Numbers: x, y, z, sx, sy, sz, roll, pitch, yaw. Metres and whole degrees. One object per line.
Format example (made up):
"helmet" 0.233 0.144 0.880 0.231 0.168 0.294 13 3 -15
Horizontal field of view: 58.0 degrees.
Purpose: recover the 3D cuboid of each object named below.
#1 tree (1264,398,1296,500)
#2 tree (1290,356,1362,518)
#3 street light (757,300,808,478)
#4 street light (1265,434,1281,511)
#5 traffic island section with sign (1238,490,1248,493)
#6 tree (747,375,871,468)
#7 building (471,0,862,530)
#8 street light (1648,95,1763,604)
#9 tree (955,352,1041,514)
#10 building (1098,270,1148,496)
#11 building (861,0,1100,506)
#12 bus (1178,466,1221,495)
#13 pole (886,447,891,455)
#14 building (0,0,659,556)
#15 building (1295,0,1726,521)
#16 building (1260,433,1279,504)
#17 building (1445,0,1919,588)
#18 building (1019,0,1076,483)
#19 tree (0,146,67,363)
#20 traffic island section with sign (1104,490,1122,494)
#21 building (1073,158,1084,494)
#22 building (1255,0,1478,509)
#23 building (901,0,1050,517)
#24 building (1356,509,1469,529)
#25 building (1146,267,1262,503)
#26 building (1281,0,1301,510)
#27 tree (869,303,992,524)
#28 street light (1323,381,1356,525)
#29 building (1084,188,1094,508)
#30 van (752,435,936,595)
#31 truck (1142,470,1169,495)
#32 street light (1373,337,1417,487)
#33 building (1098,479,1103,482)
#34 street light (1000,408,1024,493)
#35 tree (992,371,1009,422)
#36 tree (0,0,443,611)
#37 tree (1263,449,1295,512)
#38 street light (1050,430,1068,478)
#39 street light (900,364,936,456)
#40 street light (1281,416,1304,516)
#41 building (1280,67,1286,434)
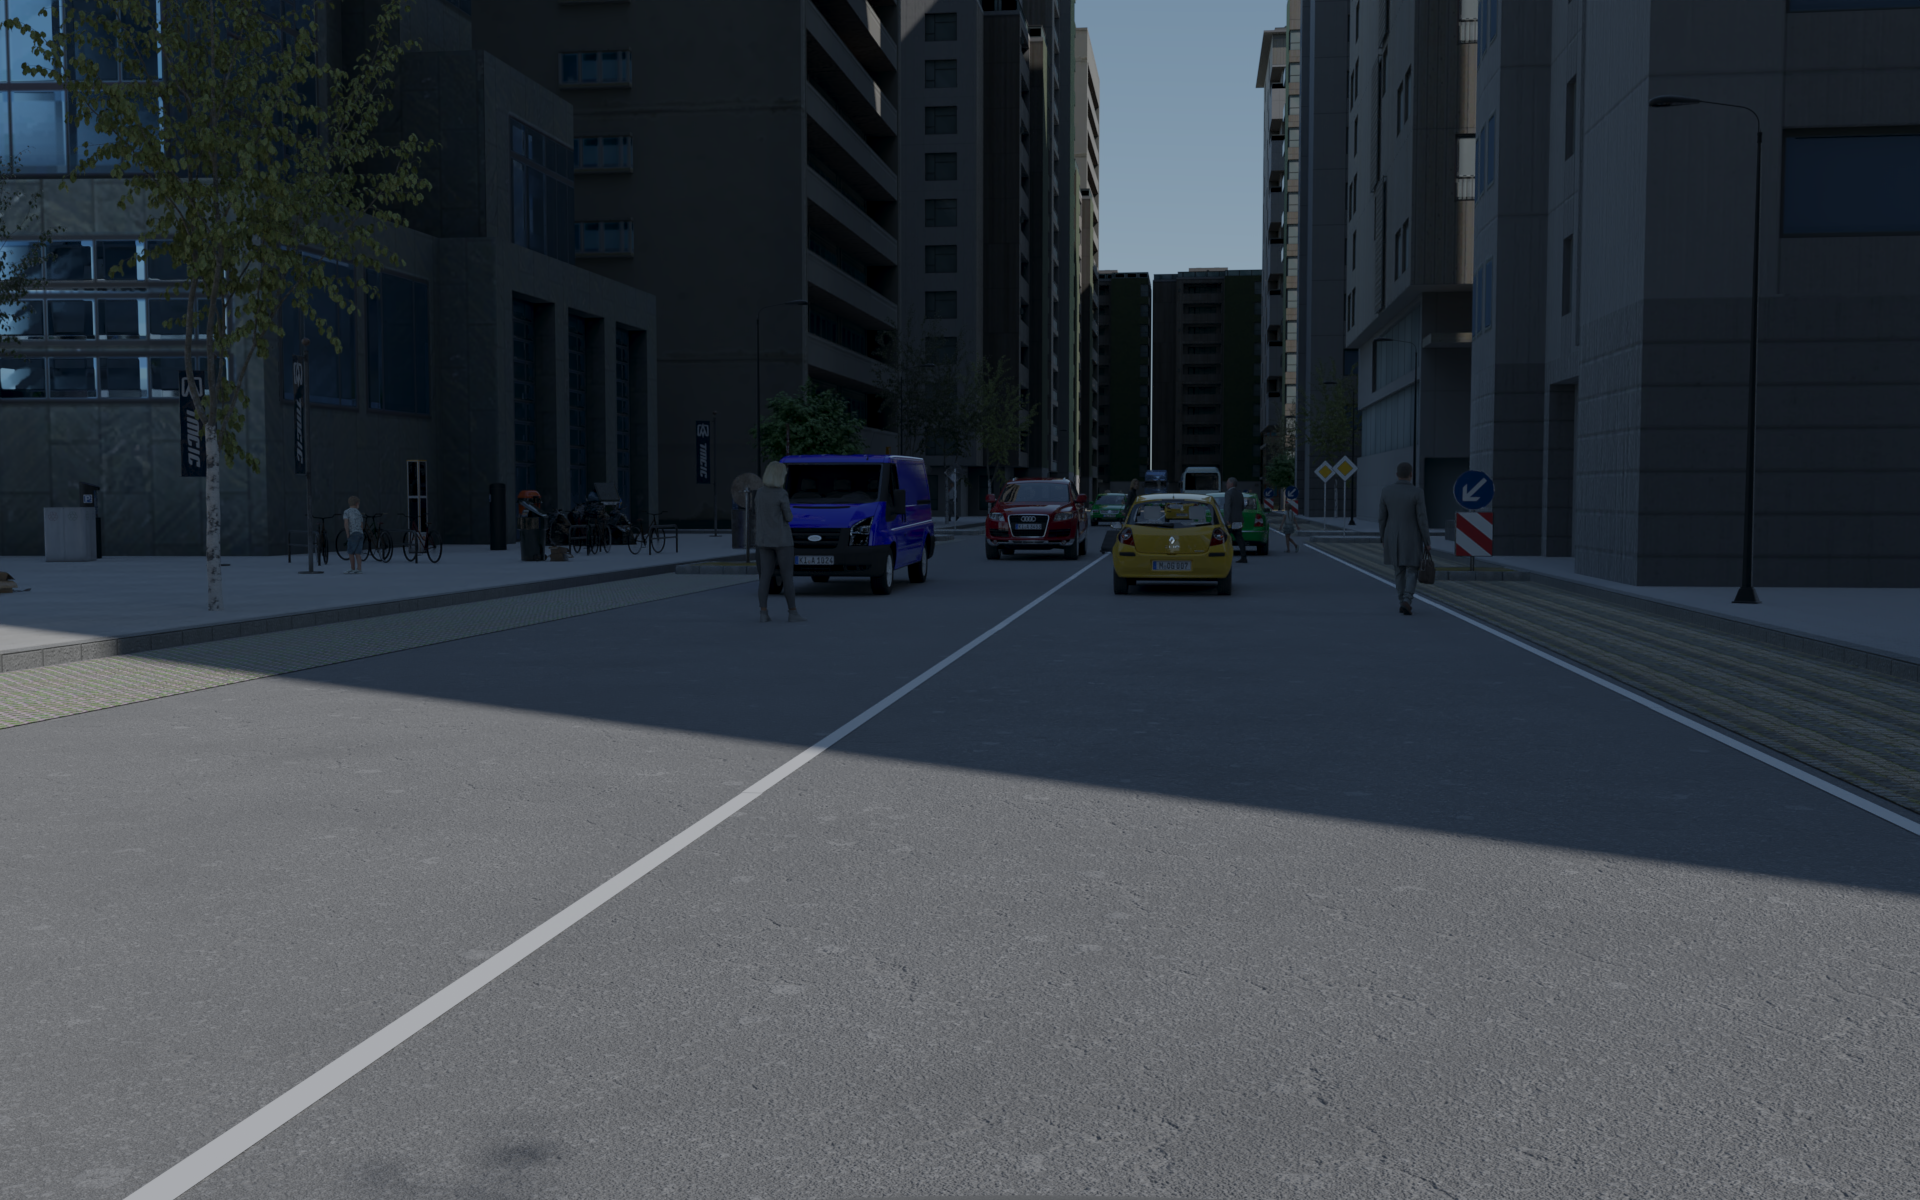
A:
"tree" 24.583 -10.991 130.071 4.360 8.622 3.978 0 3 0
"tree" 19.833 -8.651 91.814 4.737 8.622 4.395 0 3 0
"street light" -4.322 -4.228 41.672 1.470 5.913 1.316 0 4 8
"street light" 24.200 -9.866 133.855 1.470 5.913 1.316 0 4 8
"traffic island section with sign" 30.073 -10.947 187.611 1.989 1.847 2.006 0 4 8
"tree" -4.194 -3.936 48.065 4.285 4.588 4.351 0 3 0
"building" -14.754 -27.451 72.519 21.300 48.544 21.600 0 4 8
"street light" 8.725 -2.920 20.284 1.470 5.913 1.316 0 4 8
"tree" 1.780 -8.564 90.389 4.737 8.622 4.395 0 3 0
"building" 17.927 -27.814 226.468 14.107 30.474 14.160 0 4 8
"building" 2.819 -33.754 175.583 21.300 48.544 21.600 0 4 8
"bus" 17.288 -7.964 125.076 2.948 3.499 13.247 0 4 6
"pole" -3.086 -4.945 74.691 0.158 3.312 0.155 0 3 0
"building" -26.724 -44.794 45.055 31.000 86.520 22.319 0 4 8
"building" 31.553 -34.517 106.348 21.231 58.520 28.212 0 4 8
"building" 54.152 -23.414 227.861 28.899 21.520 27.650 0 4 8
"building" 21.687 -30.136 34.715 21.231 58.520 28.212 0 4 8
"building" 0.752 -26.955 124.314 14.154 41.232 14.086 0 4 8
"tree" -17.635 -4.823 29.218 4.360 8.622 3.978 0 3 0
"traffic island section with sign" 13.884 -9.395 162.235 1.989 1.847 2.006 0 4 8
"building" 2.456 -22.761 143.845 14.160 30.474 14.107 0 4 8
"building" 47.652 -36.908 192.683 28.713 52.752 27.495 0 4 8
"building" -2.284 -20.250 102.797 14.160 30.474 14.107 0 4 8
"building" 30.512 -29.495 71.477 27.495 52.752 28.713 0 4 8
"building" 31.824 -27.662 223.971 14.107 30.474 14.160 0 4 8
"building" 33.811 -28.111 143.210 14.154 41.232 14.086 0 4 8
"tree" -1.712 -7.194 67.986 4.360 8.622 3.978 0 3 0
"street light" 15.650 -6.047 71.417 1.470 5.913 1.316 0 4 8
"building" 4.687 -23.620 157.896 14.160 30.474 14.107 0 4 8
"van" -1.684 -1.349 26.444 2.240 2.365 5.245 0 4 7
"truck" 22.932 -12.837 199.640 2.967 4.110 18.799 1 4 9
"street light" 12.960 -4.827 51.456 1.470 5.913 1.316 0 4 8
"building" 1.701 -33.483 202.071 28.867 44.769 22.147 0 4 8
"street light" 2.731 -7.409 93.677 1.470 5.913 1.316 0 4 8
"tree" -0.334 -7.556 73.896 4.360 8.622 3.978 0 3 0
"tree" -8.033 -4.199 19.016 4.737 8.622 4.395 0 3 0
"tree" 23.727 -8.683 125.676 4.285 4.588 4.351 0 3 0
"street light" 7.054 -9.315 124.837 1.470 5.913 1.316 0 4 8
"street light" -1.559 -5.469 61.956 1.470 5.913 1.316 0 4 8
"street light" 19.975 -7.960 102.682 1.470 5.913 1.316 0 4 8
"building" 42.150 -33.313 164.272 23.786 49.044 30.456 0 4 8
